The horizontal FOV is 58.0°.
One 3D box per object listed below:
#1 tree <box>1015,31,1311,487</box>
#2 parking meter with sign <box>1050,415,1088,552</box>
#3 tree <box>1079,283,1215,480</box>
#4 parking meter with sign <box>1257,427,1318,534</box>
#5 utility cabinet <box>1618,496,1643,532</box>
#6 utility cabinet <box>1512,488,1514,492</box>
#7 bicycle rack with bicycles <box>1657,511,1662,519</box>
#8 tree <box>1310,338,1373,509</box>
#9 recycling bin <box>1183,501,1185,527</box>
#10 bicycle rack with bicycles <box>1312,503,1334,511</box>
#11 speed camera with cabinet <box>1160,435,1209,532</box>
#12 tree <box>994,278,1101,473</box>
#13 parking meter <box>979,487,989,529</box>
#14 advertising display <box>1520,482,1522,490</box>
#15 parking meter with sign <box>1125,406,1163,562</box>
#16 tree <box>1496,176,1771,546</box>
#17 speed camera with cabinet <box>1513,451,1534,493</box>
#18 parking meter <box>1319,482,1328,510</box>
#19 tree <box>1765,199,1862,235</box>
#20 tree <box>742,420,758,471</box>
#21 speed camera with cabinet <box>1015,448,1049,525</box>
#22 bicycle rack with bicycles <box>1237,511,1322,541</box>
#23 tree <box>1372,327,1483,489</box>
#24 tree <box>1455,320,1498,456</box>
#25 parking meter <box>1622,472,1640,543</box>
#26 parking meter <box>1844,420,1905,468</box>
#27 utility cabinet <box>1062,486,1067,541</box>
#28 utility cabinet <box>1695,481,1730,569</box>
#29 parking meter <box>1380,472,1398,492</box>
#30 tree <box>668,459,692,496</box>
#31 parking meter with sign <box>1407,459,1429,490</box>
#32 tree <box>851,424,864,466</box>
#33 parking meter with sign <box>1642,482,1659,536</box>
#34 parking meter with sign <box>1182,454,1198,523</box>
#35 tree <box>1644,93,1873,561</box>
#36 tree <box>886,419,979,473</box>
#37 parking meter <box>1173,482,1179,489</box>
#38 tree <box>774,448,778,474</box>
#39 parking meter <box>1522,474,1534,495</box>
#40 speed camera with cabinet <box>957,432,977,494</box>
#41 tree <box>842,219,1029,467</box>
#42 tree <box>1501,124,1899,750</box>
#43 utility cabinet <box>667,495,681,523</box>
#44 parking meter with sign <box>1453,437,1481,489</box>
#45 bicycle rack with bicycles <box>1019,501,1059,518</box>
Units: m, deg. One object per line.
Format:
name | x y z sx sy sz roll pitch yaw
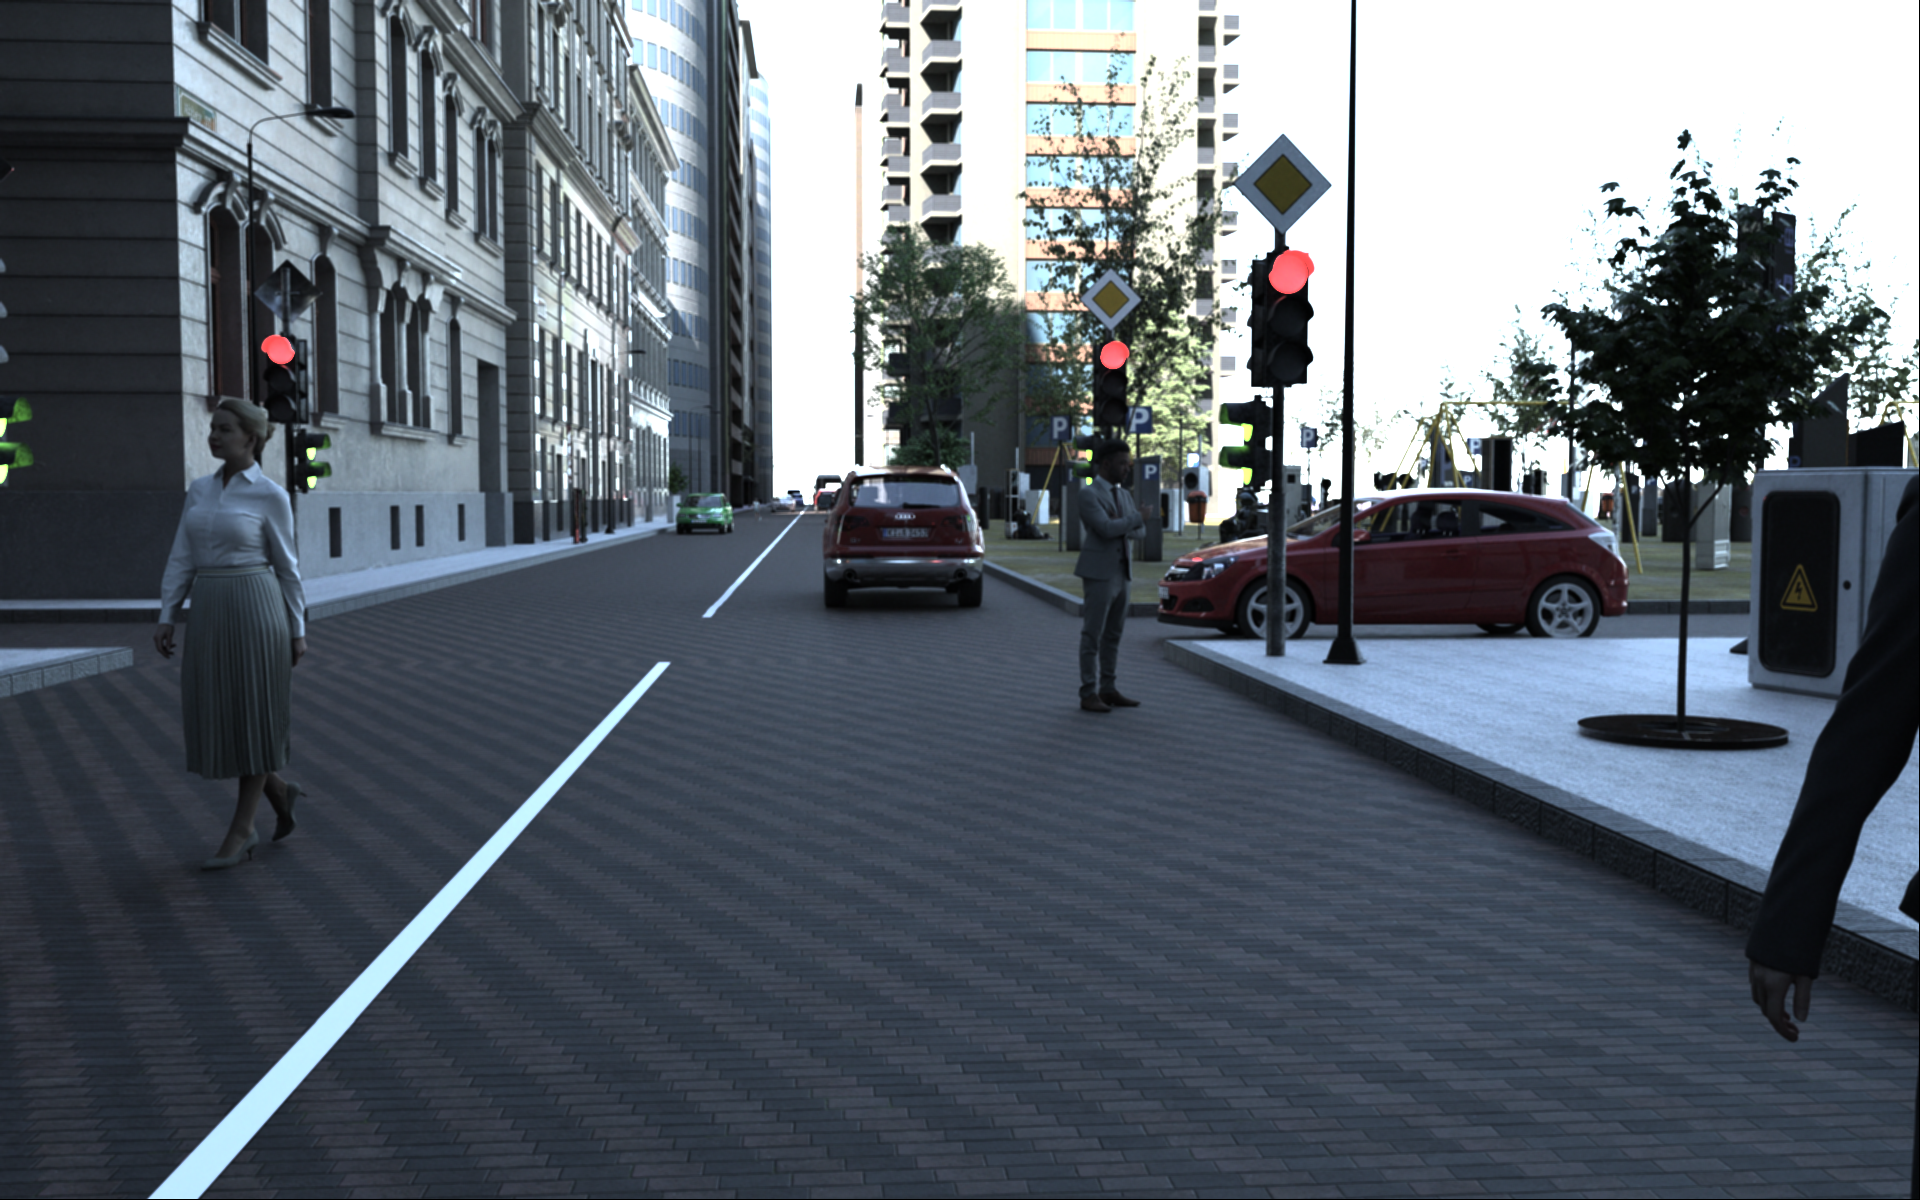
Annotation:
tree | 2.793 -4.794 28.739 4.360 8.622 3.978 0 3 0
parking meter with sign | 2.783 -2.622 39.133 0.543 3.016 1.738 3 5 41
tree | 10.160 -10.731 93.581 7.486 12.596 7.792 0 3 0
parking meter with sign | 8.486 -2.983 45.040 1.738 3.016 0.543 -2 4 -35
utility cabinet | 22.957 -2.927 59.024 1.020 1.237 0.306 -1 4 -14
utility cabinet | 20.781 -3.570 67.054 1.173 1.500 0.318 0 4 7
bicycle rack with bicycles | 27.868 -3.242 66.390 2.852 0.926 2.925 0 4 -8
tree | 17.041 -8.043 81.861 4.360 8.622 3.978 0 3 0
recycling bin | 8.156 -3.304 66.581 0.722 1.027 0.722 -3 5 -41
bicycle rack with bicycles | 15.842 -3.644 72.956 2.925 0.926 2.852 -2 4 -33
speed camera with cabinet | 7.387 -3.909 58.240 0.660 3.252 2.038 -3 5 -45
tree | 3.516 -6.587 58.056 4.737 8.622 4.395 0 3 0
parking meter | 0.873 -3.343 63.072 0.372 1.533 0.369 0 3 0
advertising display | 29.280 -5.187 90.027 0.123 1.923 0.974 0 4 -1
parking meter with sign | 3.606 -2.282 33.573 0.543 3.016 1.738 0 4 -5
tree | 15.901 -5.555 41.188 4.737 8.622 4.395 0 3 0
speed camera with cabinet | 26.008 -5.212 79.547 2.038 3.252 0.660 -3 5 -42
parking meter | 18.245 -4.964 86.864 0.399 1.863 0.255 0 4 -4
tree | 20.564 -5.637 42.524 4.737 8.622 4.395 0 3 0
tree | -22.069 -13.481 170.775 4.360 8.622 3.978 0 3 0
speed camera with cabinet | 2.954 -4.833 73.352 0.660 3.252 2.038 -2 4 -34
bicycle rack with bicycles | 6.146 -1.046 30.491 2.925 0.926 2.852 0 4 2
tree | 21.266 -7.732 76.780 4.360 8.622 3.978 0 3 0
tree | 20.833 -6.881 62.865 4.737 8.622 4.395 0 3 0
parking meter | 17.670 -2.440 45.605 0.399 1.863 0.255 -1 4 -21
parking meter | 7.274 -0.497 13.832 0.399 1.863 0.255 1 4 13
utility cabinet | 3.308 -2.301 46.295 1.173 1.500 0.318 1 4 15
utility cabinet | 12.846 -1.274 29.509 0.318 1.500 1.173 2 4 35
parking meter | 11.278 -2.437 45.557 0.255 1.863 0.399 -3 4 -37
tree | -15.549 -6.141 95.007 1.663 3.219 1.824 0 3 0
parking meter with sign | 22.454 -5.506 86.278 1.738 3.016 0.543 -2 4 -25
tree | -9.335 -14.059 180.231 4.360 8.622 3.978 0 3 0
parking meter with sign | 21.179 -3.479 53.148 0.543 3.016 1.738 1 4 22
parking meter with sign | 9.982 -4.894 76.273 0.543 3.016 1.738 -1 4 -12
tree | 14.876 -5.050 32.931 4.360 8.622 3.978 0 3 0
tree | -0.897 -5.595 75.191 4.285 4.588 4.351 0 3 0
parking meter | 10.220 -4.640 81.569 0.399 1.863 0.255 2 4 25
tree | -28.508 -18.640 255.121 4.360 8.622 3.978 0 3 0
parking meter | 16.790 -2.784 51.234 0.255 1.863 0.399 2 4 32
speed camera with cabinet | 0.124 -3.770 55.975 0.660 3.252 2.038 0 4 -6
tree | -0.968 -8.607 66.473 9.928 11.665 9.643 0 3 0
tree | 3.842 -0.894 9.223 1.663 3.219 1.824 0 3 0
utility cabinet | -12.689 -4.013 76.770 0.306 1.237 1.020 1 4 10
parking meter with sign | 15.675 -3.525 53.898 0.543 3.016 1.738 0 4 -6
bicycle rack with bicycles | 3.933 -4.910 93.662 2.852 0.926 2.925 -2 4 -27
